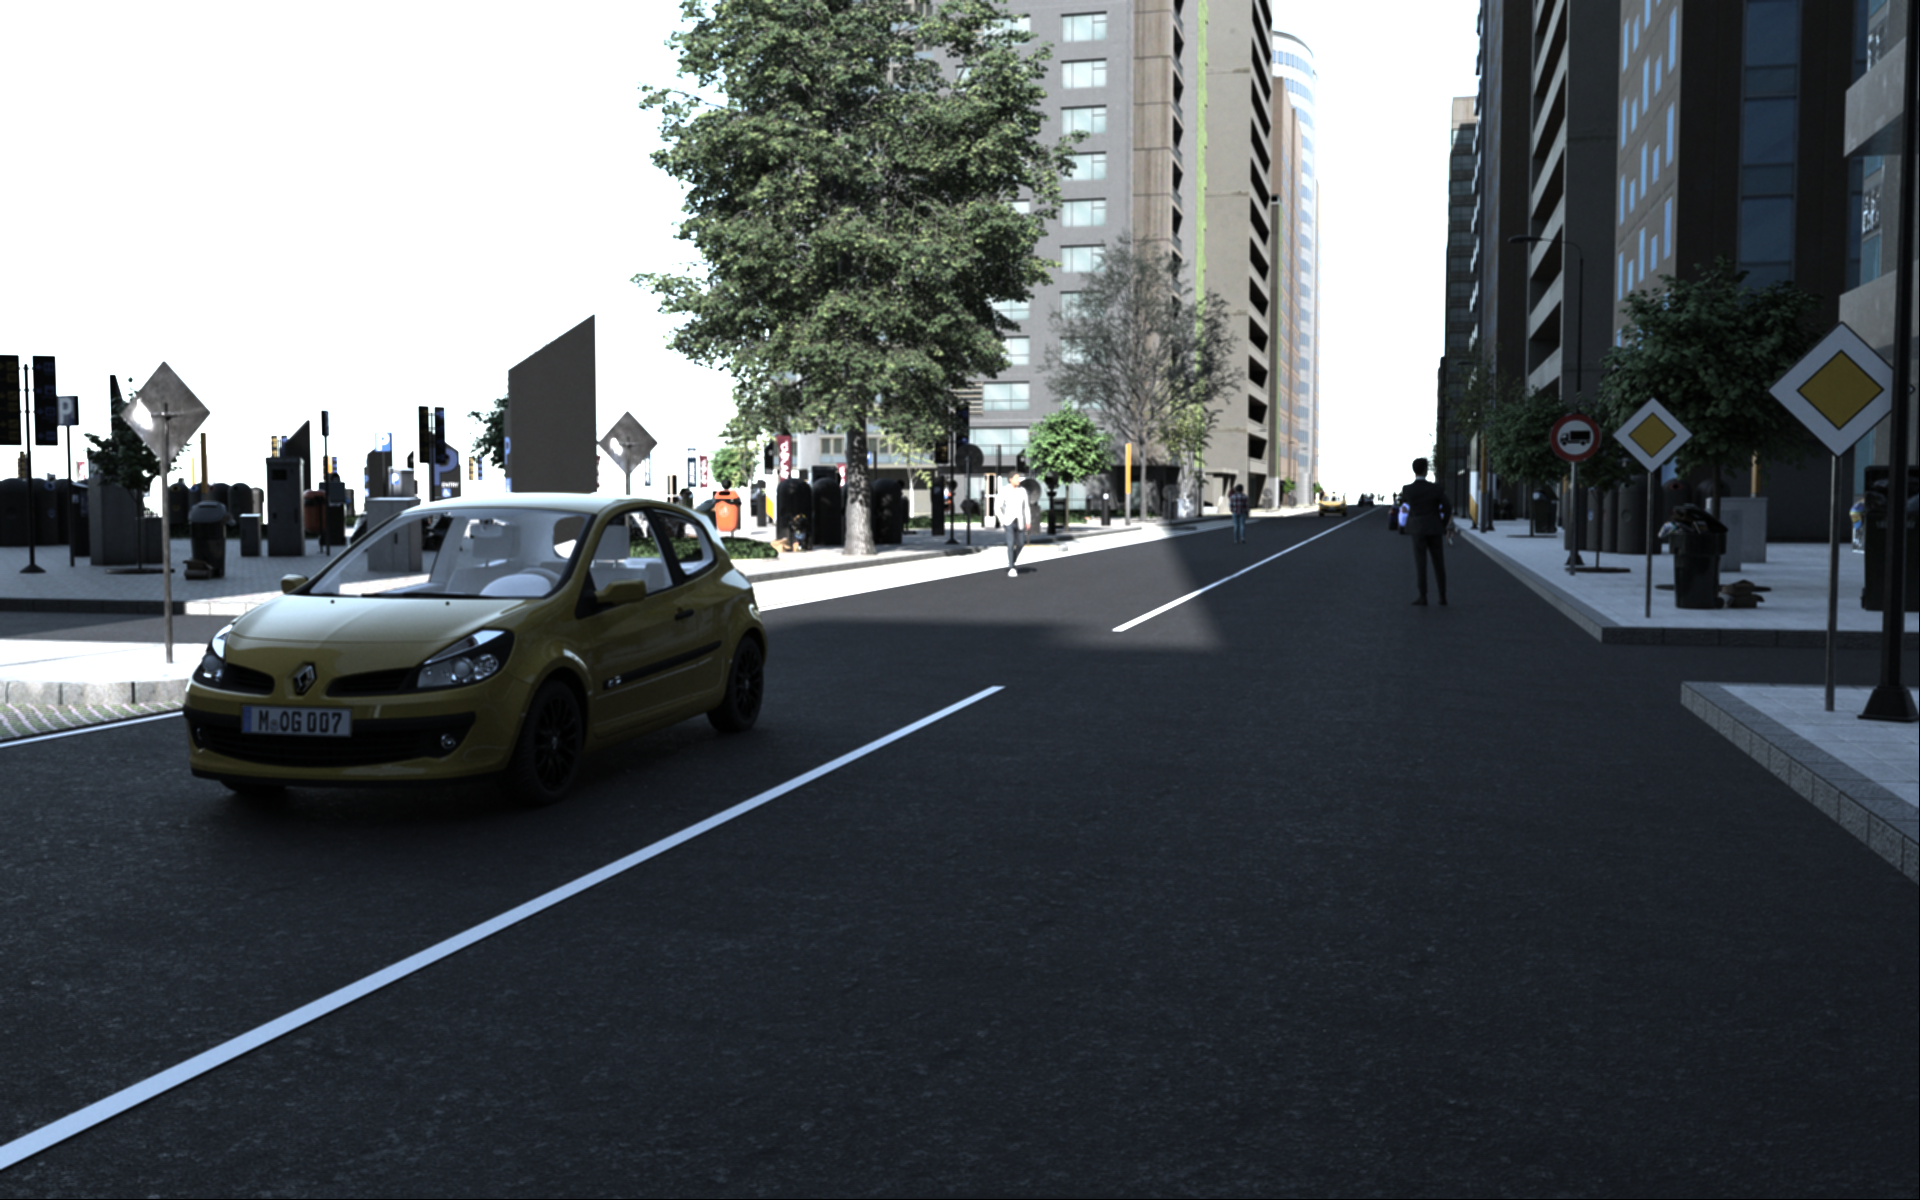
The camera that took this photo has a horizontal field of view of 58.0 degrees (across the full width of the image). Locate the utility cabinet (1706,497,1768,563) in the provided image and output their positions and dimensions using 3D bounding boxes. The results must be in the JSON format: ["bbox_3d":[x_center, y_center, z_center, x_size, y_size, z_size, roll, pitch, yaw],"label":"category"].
[{"bbox_3d":[14.512,-1.299,32.403,1.020,1.237,0.306,0,4,6],"label":"utility cabinet"}]

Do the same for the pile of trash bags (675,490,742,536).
[{"bbox_3d":[-6.488,-1.774,38.765,3.447,1.369,1.912,1,4,16],"label":"pile of trash bags"}]

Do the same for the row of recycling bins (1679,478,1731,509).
[{"bbox_3d":[18.145,-2.327,45.155,3.534,1.692,1.069,1,4,14],"label":"row of recycling bins"}]

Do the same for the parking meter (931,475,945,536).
[{"bbox_3d":[-0.691,-2.922,53.479,0.399,1.863,0.255,1,4,13],"label":"parking meter"}]

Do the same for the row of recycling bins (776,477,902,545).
[{"bbox_3d":[-3.004,-2.252,43.926,3.534,1.692,1.069,-2,4,-35],"label":"row of recycling bins"}]

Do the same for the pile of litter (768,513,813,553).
[{"bbox_3d":[-3.867,-1.515,38.728,1.176,0.858,1.719,1,4,22],"label":"pile of litter"}]

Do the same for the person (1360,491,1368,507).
[{"bbox_3d":[44.816,-11.197,192.104,0.750,1.759,0.617,-1,4,-15],"label":"person"}]

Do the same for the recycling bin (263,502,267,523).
[{"bbox_3d":[-21.279,-2.548,54.218,0.722,1.027,0.722,2,4,30],"label":"recycling bin"}]

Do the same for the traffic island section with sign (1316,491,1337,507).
[{"bbox_3d":[41.655,-11.563,197.688,1.989,1.847,2.006,1,4,14],"label":"traffic island section with sign"}]

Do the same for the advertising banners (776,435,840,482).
[{"bbox_3d":[-4.584,-3.394,51.673,2.074,3.025,0.090,-2,4,-35],"label":"advertising banners"}]

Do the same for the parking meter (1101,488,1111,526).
[{"bbox_3d":[5.912,-3.779,70.198,0.372,1.533,0.369,0,3,0],"label":"parking meter"}]

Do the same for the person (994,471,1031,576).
[{"bbox_3d":[0.906,-1.353,30.475,0.661,1.843,0.795,-1,4,-20],"label":"person"}]

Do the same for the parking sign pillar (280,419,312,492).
[{"bbox_3d":[-23.771,-4.493,61.940,1.447,3.967,1.447,1,4,16],"label":"parking sign pillar"}]

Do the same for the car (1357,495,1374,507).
[{"bbox_3d":[46.874,-11.464,200.016,1.945,1.354,3.894,1,4,16],"label":"car"}]

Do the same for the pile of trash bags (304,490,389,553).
[{"bbox_3d":[-13.042,-1.773,38.745,1.912,1.369,3.447,3,5,45],"label":"pile of trash bags"}]

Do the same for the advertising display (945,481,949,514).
[{"bbox_3d":[-0.912,-4.718,82.347,0.123,1.923,0.974,3,5,43],"label":"advertising display"}]

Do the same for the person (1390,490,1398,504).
[{"bbox_3d":[49.220,-11.507,196.275,0.705,1.869,1.348,-3,4,-37],"label":"person"}]

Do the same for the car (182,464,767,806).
[{"bbox_3d":[-2.403,0.055,9.320,2.015,1.641,3.980,1,4,13],"label":"car"}]

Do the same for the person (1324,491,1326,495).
[{"bbox_3d":[39.474,-10.907,187.376,0.434,1.755,0.990,2,4,31],"label":"person"}]

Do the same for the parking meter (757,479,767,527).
[{"bbox_3d":[-7.759,-3.797,67.785,0.255,1.863,0.399,-2,4,-33],"label":"parking meter"}]

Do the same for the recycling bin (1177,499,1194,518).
[{"bbox_3d":[12.159,-4.954,93.544,0.722,1.027,0.722,-1,4,-19],"label":"recycling bin"}]

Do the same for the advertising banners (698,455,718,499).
[{"bbox_3d":[-11.017,-5.037,78.548,0.090,3.025,2.074,3,5,44],"label":"advertising banners"}]

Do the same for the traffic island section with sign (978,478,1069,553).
[{"bbox_3d":[1.629,-2.084,42.695,1.989,1.847,2.006,1,4,14],"label":"traffic island section with sign"}]

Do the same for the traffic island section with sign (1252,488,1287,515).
[{"bbox_3d":[20.784,-6.622,116.899,1.989,1.847,2.006,1,4,14],"label":"traffic island section with sign"}]

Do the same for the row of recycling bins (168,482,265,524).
[{"bbox_3d":[-25.978,-3.235,60.001,3.534,1.692,1.069,1,4,20],"label":"row of recycling bins"}]

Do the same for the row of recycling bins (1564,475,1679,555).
[{"bbox_3d":[14.439,-1.907,38.286,1.069,1.692,3.534,0,4,-4],"label":"row of recycling bins"}]

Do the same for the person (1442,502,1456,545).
[{"bbox_3d":[13.739,-2.160,48.825,0.382,1.210,0.505,-3,4,-37],"label":"person"}]

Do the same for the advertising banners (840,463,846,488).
[{"bbox_3d":[-5.931,-6.215,97.796,2.074,3.025,0.090,0,4,8],"label":"advertising banners"}]

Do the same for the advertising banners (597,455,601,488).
[{"bbox_3d":[-16.538,-4.944,77.030,0.090,3.025,2.074,2,4,24],"label":"advertising banners"}]

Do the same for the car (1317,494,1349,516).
[{"bbox_3d":[24.456,-6.315,113.481,2.015,1.641,3.980,1,4,15],"label":"car"}]

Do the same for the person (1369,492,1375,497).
[{"bbox_3d":[51.674,-12.739,217.504,1.217,1.743,0.721,-2,4,-24],"label":"person"}]

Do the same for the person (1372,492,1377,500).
[{"bbox_3d":[58.301,-14.383,244.180,0.721,1.766,1.217,-3,5,-41],"label":"person"}]

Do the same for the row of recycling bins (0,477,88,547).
[{"bbox_3d":[-22.937,-2.240,43.738,1.069,1.692,3.534,1,4,12],"label":"row of recycling bins"}]

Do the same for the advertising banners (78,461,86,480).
[{"bbox_3d":[-45.170,-5.760,90.368,2.074,3.025,0.090,1,4,19],"label":"advertising banners"}]

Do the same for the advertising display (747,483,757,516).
[{"bbox_3d":[-12.016,-5.860,101.021,0.974,1.923,0.123,1,4,21],"label":"advertising display"}]

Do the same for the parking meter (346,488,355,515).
[{"bbox_3d":[-26.011,-4.005,73.900,0.372,1.533,0.369,0,3,0],"label":"parking meter"}]

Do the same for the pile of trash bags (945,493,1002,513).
[{"bbox_3d":[0.513,-4.548,84.105,3.447,1.369,1.912,2,4,30],"label":"pile of trash bags"}]

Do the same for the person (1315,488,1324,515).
[{"bbox_3d":[24.474,-6.669,117.548,0.705,1.822,1.348,3,5,41],"label":"person"}]

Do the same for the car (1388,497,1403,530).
[{"bbox_3d":[18.409,-3.545,70.538,1.945,1.354,3.894,1,4,16],"label":"car"}]

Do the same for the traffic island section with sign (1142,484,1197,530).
[{"bbox_3d":[8.363,-3.680,68.799,1.989,1.847,2.006,1,4,14],"label":"traffic island section with sign"}]

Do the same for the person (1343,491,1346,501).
[{"bbox_3d":[41.106,-10.779,185.517,0.721,1.735,1.217,0,4,7],"label":"person"}]

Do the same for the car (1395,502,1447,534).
[{"bbox_3d":[16.818,-3.263,62.938,1.945,1.707,3.694,1,4,14],"label":"car"}]

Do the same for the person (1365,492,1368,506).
[{"bbox_3d":[50.537,-12.605,215.307,1.217,1.735,0.721,2,4,27],"label":"person"}]

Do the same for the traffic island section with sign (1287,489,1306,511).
[{"bbox_3d":[27.527,-8.219,143.000,1.989,1.847,2.006,1,4,14],"label":"traffic island section with sign"}]

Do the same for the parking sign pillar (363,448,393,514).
[{"bbox_3d":[-26.576,-5.547,79.160,1.447,3.967,1.447,3,4,37],"label":"parking sign pillar"}]

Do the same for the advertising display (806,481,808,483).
[{"bbox_3d":[-7.215,-4.948,86.117,0.974,1.923,0.123,0,4,2],"label":"advertising display"}]

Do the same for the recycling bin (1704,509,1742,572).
[{"bbox_3d":[12.466,-0.994,28.800,0.722,1.027,0.722,-1,4,-21],"label":"recycling bin"}]

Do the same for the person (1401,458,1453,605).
[{"bbox_3d":[6.023,-0.891,22.437,0.648,1.900,0.474,0,4,3],"label":"person"}]

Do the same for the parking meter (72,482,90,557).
[{"bbox_3d":[-18.067,-1.662,35.580,0.372,1.533,0.369,0,3,0],"label":"parking meter"}]

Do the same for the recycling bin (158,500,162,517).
[{"bbox_3d":[-35.797,-4.029,78.420,0.722,1.027,0.722,-3,5,-43],"label":"recycling bin"}]

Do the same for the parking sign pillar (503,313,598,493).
[{"bbox_3d":[-6.083,-2.280,25.750,1.447,3.967,1.447,-2,4,-28],"label":"parking sign pillar"}]

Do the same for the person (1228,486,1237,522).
[{"bbox_3d":[13.715,-4.792,86.827,0.580,1.828,0.573,2,4,28],"label":"person"}]

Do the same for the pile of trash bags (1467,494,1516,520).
[{"bbox_3d":[26.094,-4.657,85.899,1.912,1.369,3.447,-1,4,-9],"label":"pile of trash bags"}]

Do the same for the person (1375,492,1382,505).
[{"bbox_3d":[57.294,-13.918,236.845,1.217,1.735,0.721,3,4,36],"label":"person"}]

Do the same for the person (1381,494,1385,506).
[{"bbox_3d":[51.600,-12.200,211.161,0.799,1.438,0.628,3,5,45],"label":"person"}]

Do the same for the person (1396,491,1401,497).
[{"bbox_3d":[50.871,-11.725,200.140,1.348,1.831,0.705,0,4,-4],"label":"person"}]

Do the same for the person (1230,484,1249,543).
[{"bbox_3d":[8.206,-2.543,50.915,0.563,1.720,0.643,1,4,19],"label":"person"}]

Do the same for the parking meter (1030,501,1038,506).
[{"bbox_3d":[2.809,-3.568,66.747,0.372,1.533,0.369,0,3,0],"label":"parking meter"}]

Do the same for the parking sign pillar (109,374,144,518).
[{"bbox_3d":[-19.058,-3.129,39.634,1.447,3.967,1.447,-1,4,-15],"label":"parking sign pillar"}]

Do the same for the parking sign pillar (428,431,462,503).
[{"bbox_3d":[-21.683,-5.163,72.891,1.447,3.967,1.447,-2,4,-31],"label":"parking sign pillar"}]
